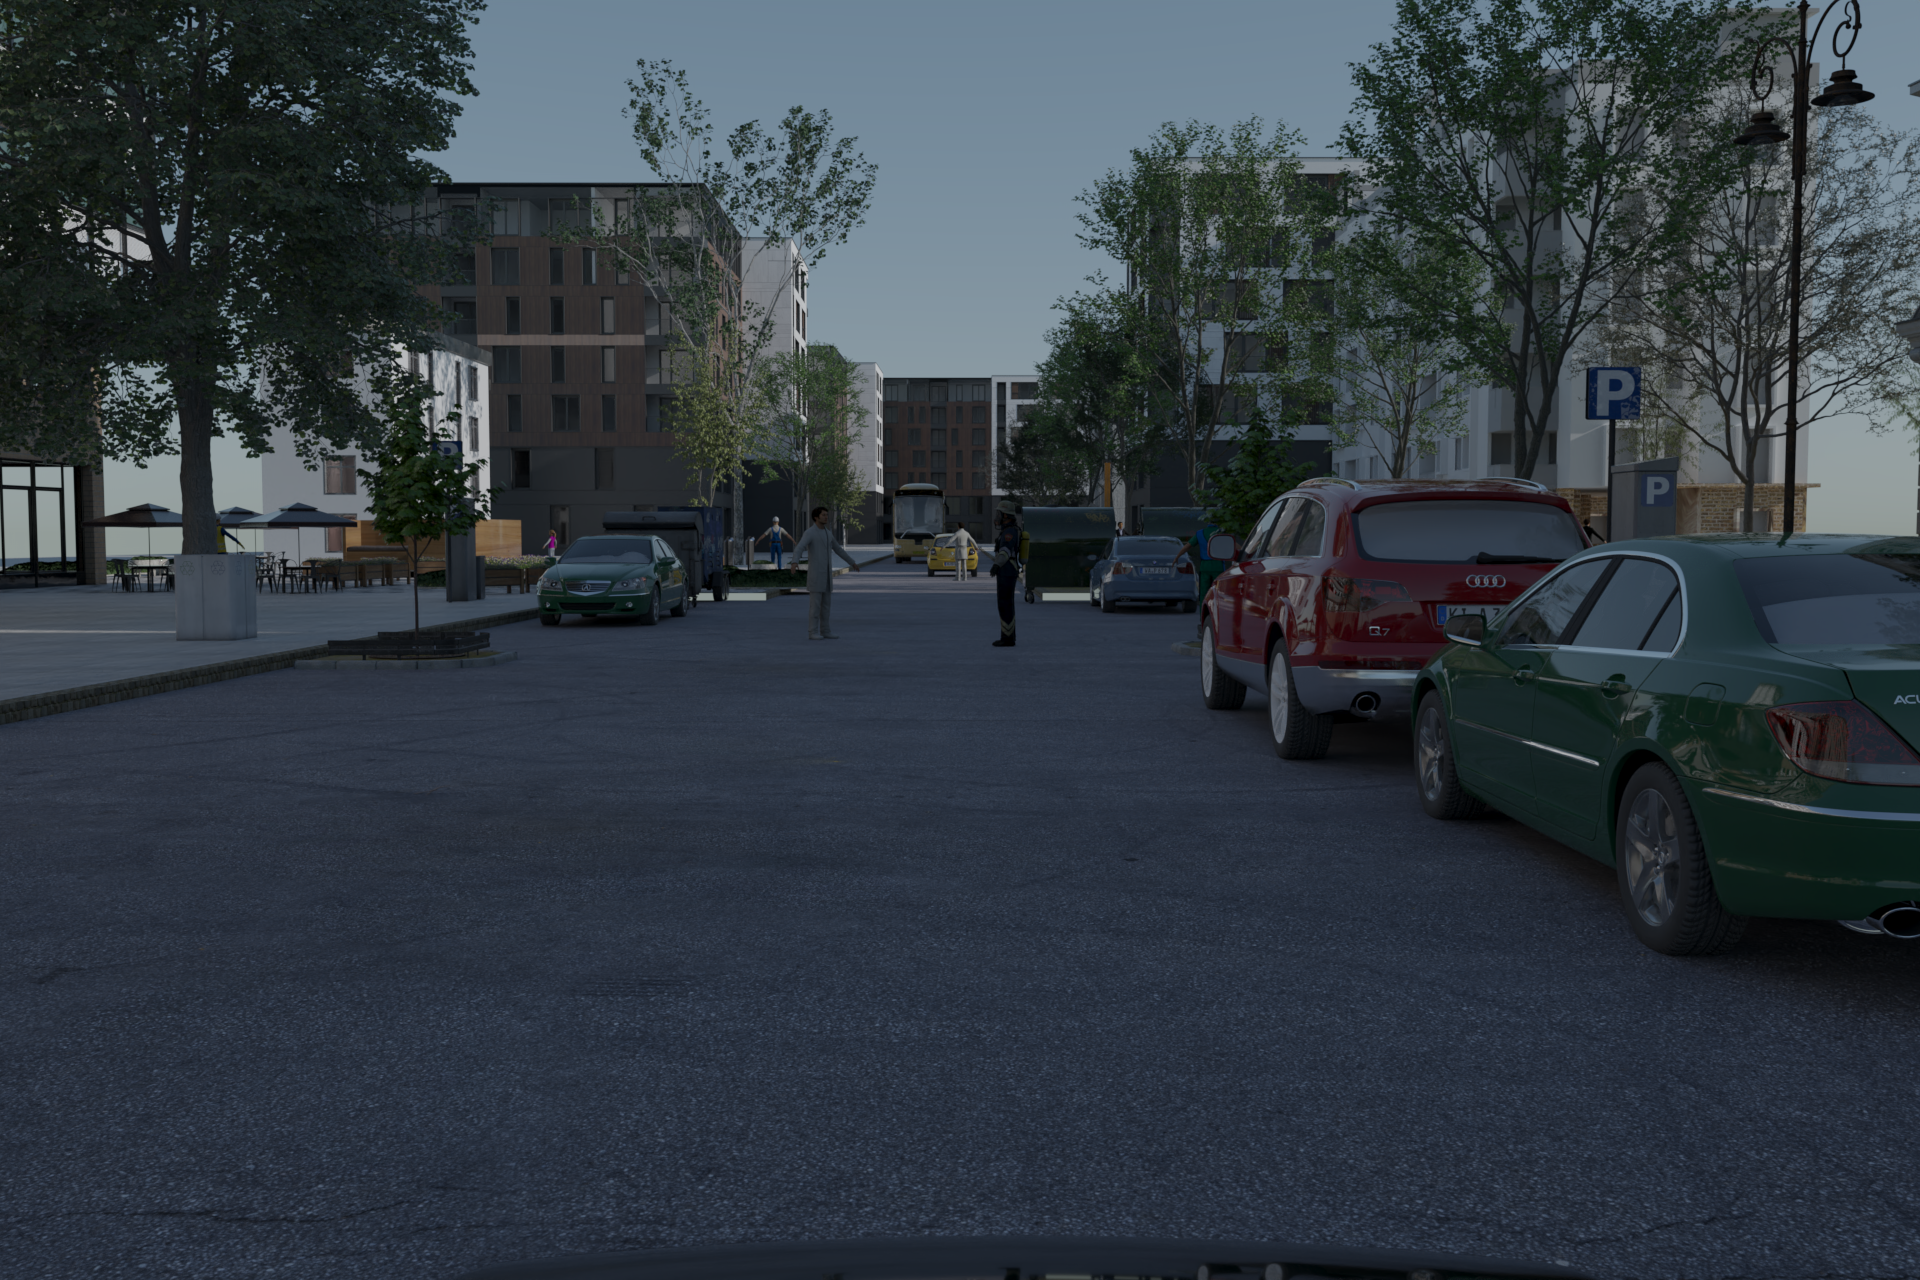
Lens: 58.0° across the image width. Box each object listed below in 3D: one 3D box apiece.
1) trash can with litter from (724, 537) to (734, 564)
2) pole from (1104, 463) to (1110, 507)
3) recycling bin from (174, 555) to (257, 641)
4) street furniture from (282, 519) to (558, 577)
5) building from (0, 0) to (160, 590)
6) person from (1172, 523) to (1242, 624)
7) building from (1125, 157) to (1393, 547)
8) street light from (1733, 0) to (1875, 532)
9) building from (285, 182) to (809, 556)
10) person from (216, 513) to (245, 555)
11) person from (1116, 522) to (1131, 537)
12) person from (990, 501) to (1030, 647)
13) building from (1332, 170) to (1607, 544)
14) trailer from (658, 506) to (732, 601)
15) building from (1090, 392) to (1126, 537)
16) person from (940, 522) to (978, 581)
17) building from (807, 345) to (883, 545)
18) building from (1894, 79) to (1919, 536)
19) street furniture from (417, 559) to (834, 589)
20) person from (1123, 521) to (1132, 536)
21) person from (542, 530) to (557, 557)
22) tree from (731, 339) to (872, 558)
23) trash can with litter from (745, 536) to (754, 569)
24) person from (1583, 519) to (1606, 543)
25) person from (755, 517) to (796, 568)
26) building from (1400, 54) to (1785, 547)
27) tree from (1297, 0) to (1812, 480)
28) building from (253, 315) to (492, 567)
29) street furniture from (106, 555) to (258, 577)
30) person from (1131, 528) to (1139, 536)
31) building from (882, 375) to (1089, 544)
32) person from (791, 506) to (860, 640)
[{"bbox_3d":[-6.428,-2.339,49.296,1.678,1.210,2.233,0,4,0],"label":"trash can with litter"},{"bbox_3d":[4.220,-3.416,49.697,0.158,3.312,0.155,0,3,0],"label":"pole"},{"bbox_3d":[-9.080,-0.526,21.146,0.722,1.027,0.722,0,4,0],"label":"recycling bin"},{"bbox_3d":[-15.178,-2.897,54.225,9.812,1.723,11.010,0,4,4],"label":"street furniture"},{"bbox_3d":[-31.559,-13.314,24.263,21.656,26.213,47.522,0,4,0],"label":"building"},{"bbox_3d":[3.936,-1.123,26.951,1.347,1.817,0.704,1,4,21],"label":"person"},{"bbox_3d":[24.260,-16.302,110.506,27.936,21.610,32.646,0,3,0],"label":"building"},{"bbox_3d":[7.172,-2.575,14.894,0.468,5.910,1.993,0,3,0],"label":"street light"},{"bbox_3d":[-25.474,-16.713,117.230,27.936,21.610,32.646,0,4,0],"label":"building"},{"bbox_3d":[-17.317,-2.082,40.501,1.216,1.772,0.721,0,4,7],"label":"person"},{"bbox_3d":[5.922,-3.486,63.720,1.216,1.740,0.721,-1,4,-9],"label":"person"},{"bbox_3d":[0.565,-0.850,22.138,0.705,1.856,1.354,0,4,7],"label":"person"},{"bbox_3d":[25.016,-14.370,91.365,16.016,20.090,11.380,0,4,0],"label":"building"},{"bbox_3d":[-5.740,-1.796,36.411,1.471,1.999,3.904,0,4,0],"label":"trailer"},{"bbox_3d":[22.941,-19.172,179.916,16.747,18.905,31.486,0,4,0],"label":"building"},{"bbox_3d":[0.011,-2.726,53.217,1.347,1.806,0.705,-2,4,-31],"label":"person"},{"bbox_3d":[-23.942,-22.022,204.029,27.936,21.610,32.646,0,4,1],"label":"building"},{"bbox_3d":[26.940,-14.759,27.208,13.634,28.700,20.117,0,4,0],"label":"building"},{"bbox_3d":[-7.998,-1.672,42.966,10.072,0.657,5.734,0,4,6],"label":"street furniture"},{"bbox_3d":[6.587,-3.789,68.079,0.705,1.813,1.348,-2,4,-31],"label":"person"},{"bbox_3d":[-14.633,-3.214,61.817,0.599,1.433,0.991,1,4,13],"label":"person"},{"bbox_3d":[-8.394,-10.140,91.545,9.928,11.665,9.643,0,3,0],"label":"tree"},{"bbox_3d":[-6.297,-2.579,53.227,1.678,1.210,2.233,0,4,2],"label":"trash can with litter"},{"bbox_3d":[21.202,-3.204,58.574,1.347,1.806,0.705,3,5,44],"label":"person"},{"bbox_3d":[-6.049,-3.123,56.916,1.347,1.847,0.705,0,4,-8],"label":"person"},{"bbox_3d":[24.444,-13.347,74.646,16.016,20.090,11.380,0,4,0],"label":"building"},{"bbox_3d":[9.904,-6.364,29.807,9.928,11.665,9.643,0,3,0],"label":"tree"},{"bbox_3d":[-26.191,-8.443,80.196,9.099,9.664,28.070,0,4,0],"label":"building"},{"bbox_3d":[-26.440,-2.459,55.831,5.734,0.657,10.072,0,4,2],"label":"street furniture"},{"bbox_3d":[4.214,-1.999,38.828,1.346,1.812,0.704,-3,5,-39],"label":"person"},{"bbox_3d":[1.879,-23.756,234.838,32.646,21.610,27.936,0,3,0],"label":"building"},{"bbox_3d":[-1.885,-0.917,23.633,0.705,1.806,1.347,3,4,37],"label":"person"}]
